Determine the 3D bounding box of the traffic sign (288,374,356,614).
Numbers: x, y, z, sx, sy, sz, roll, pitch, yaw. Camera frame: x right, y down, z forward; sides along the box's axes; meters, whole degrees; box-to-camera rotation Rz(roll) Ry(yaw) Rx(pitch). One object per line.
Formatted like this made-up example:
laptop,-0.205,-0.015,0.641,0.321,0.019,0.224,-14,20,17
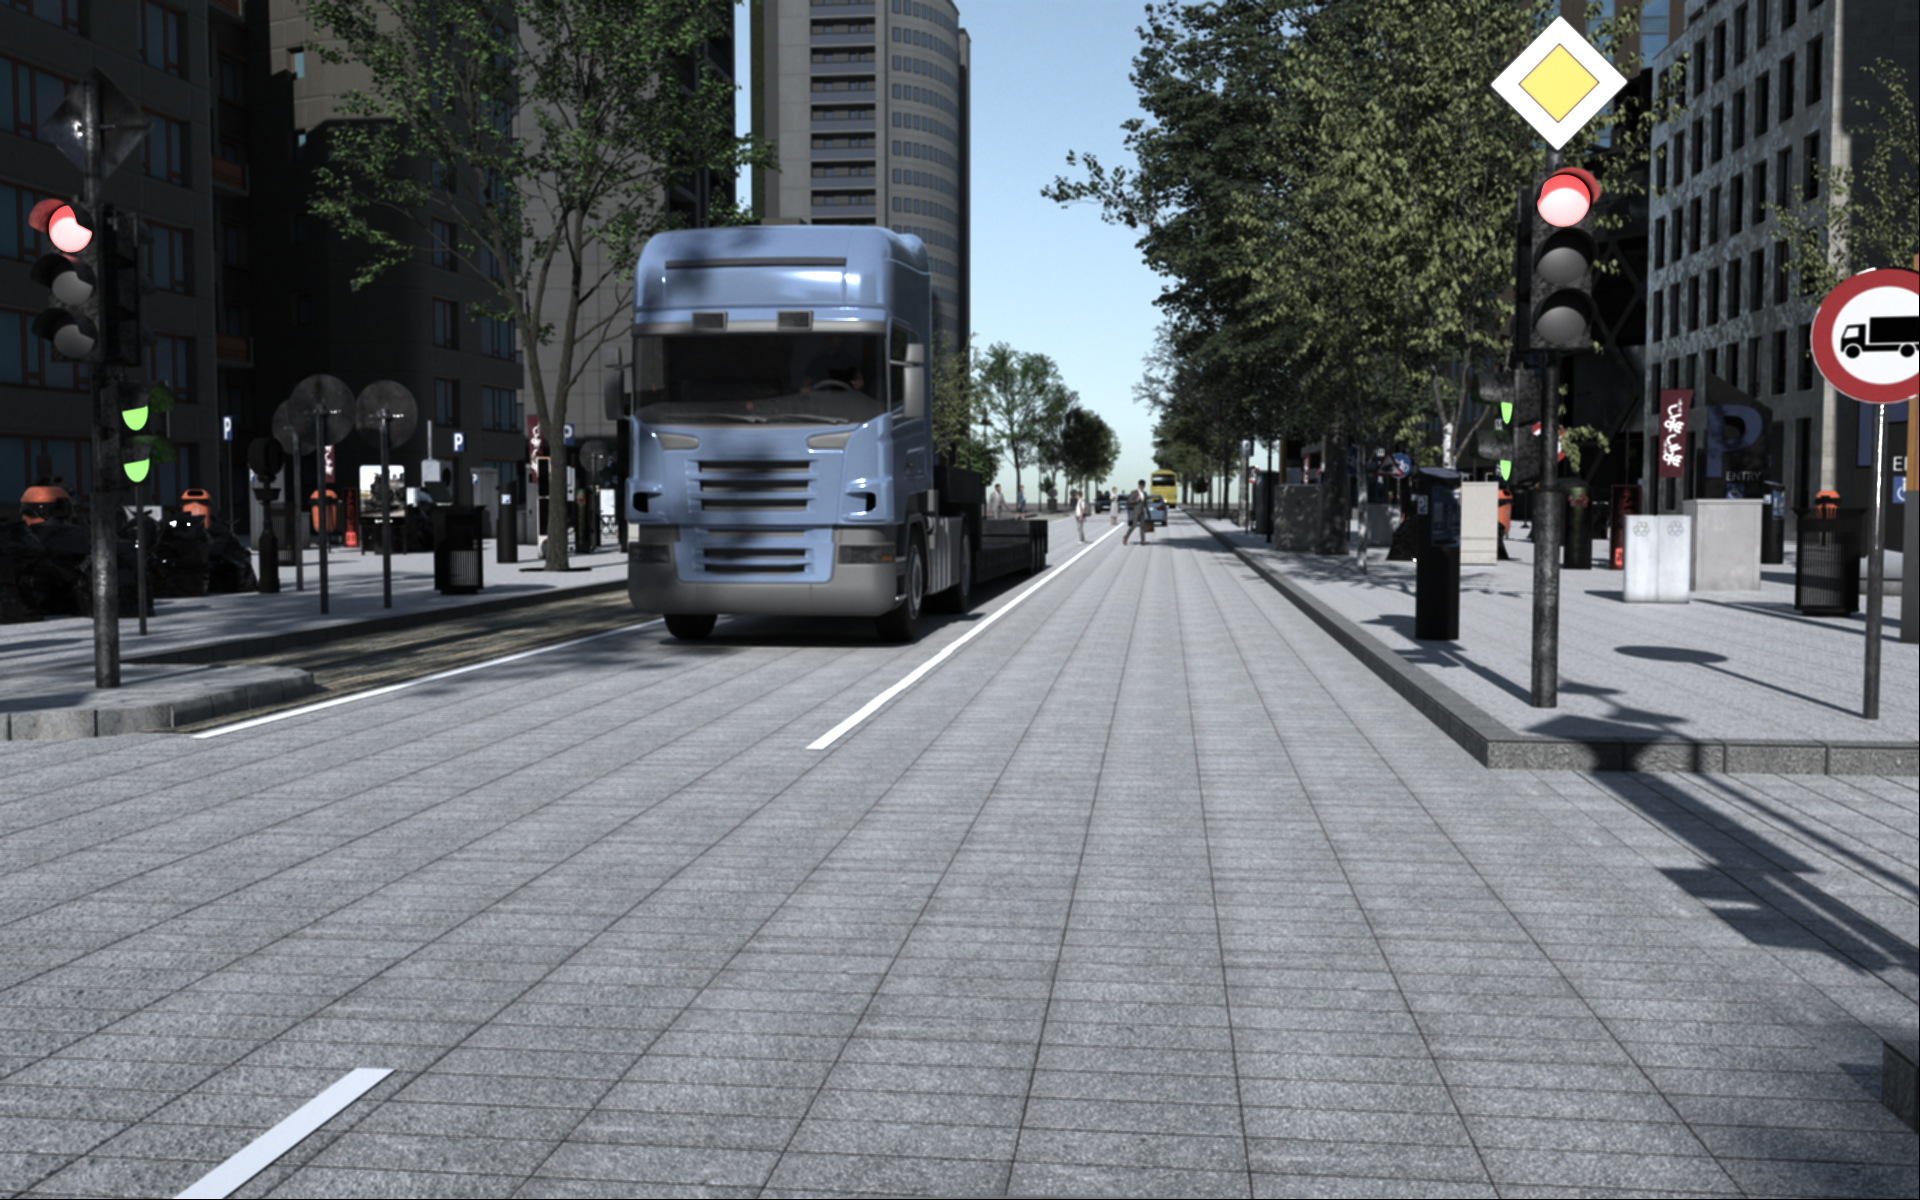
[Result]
traffic sign,-6.797,-1.122,18.449,0.768,2.556,0.104,0,4,7

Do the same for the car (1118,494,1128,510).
car,12.713,-7.554,135.517,2.014,1.417,4.499,0,4,7

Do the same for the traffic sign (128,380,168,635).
traffic sign,-7.408,-0.827,15.649,0.606,2.300,0.079,1,4,16

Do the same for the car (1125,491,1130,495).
car,15.207,-9.166,159.650,2.009,1.686,4.222,0,4,7

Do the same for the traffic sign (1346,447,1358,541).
traffic sign,10.566,-2.870,47.027,0.768,2.556,0.104,1,4,15

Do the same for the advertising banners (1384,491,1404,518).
advertising banners,21.257,-5.282,82.542,2.074,3.025,0.090,1,4,23

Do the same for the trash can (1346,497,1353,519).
trash can,18.802,-4.450,84.409,0.748,1.137,0.748,0,3,0

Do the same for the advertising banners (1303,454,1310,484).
advertising banners,14.835,-4.912,76.492,0.090,3.025,2.074,-2,4,-24

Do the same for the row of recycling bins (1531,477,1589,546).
row of recycling bins,15.325,-2.262,44.096,1.069,1.692,3.534,0,4,8

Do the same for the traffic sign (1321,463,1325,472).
traffic sign,11.911,-3.281,55.775,0.606,2.300,0.079,1,4,9

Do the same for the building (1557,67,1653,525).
building,33.912,-12.623,73.837,16.820,18.784,16.811,0,4,7

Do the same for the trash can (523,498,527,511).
trash can,-15.660,-3.174,63.556,0.748,1.137,0.748,0,3,0

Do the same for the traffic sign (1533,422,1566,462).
traffic sign,10.206,-1.841,30.203,0.768,2.556,0.104,1,4,14

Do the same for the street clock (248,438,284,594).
street clock,-8.948,-1.089,22.382,0.358,2.002,0.471,1,4,11

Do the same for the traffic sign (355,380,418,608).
traffic sign,-6.437,-1.180,19.406,0.768,2.556,0.104,1,4,9

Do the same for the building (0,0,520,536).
building,-30.963,-12.459,48.750,27.650,21.520,28.899,0,4,7

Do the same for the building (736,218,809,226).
building,-22.050,-17.092,124.489,27.650,21.520,28.899,0,4,7

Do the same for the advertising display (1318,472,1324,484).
advertising display,10.447,-2.746,50.112,0.123,1.923,0.974,0,4,6

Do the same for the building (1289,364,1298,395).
building,51.375,-28.249,233.570,14.160,30.474,14.107,0,4,7

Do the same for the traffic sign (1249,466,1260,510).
traffic sign,13.379,-4.834,79.145,0.768,2.556,0.104,1,4,15

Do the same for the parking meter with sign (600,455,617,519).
parking meter with sign,-16.066,-5.029,78.493,0.543,3.016,1.738,-2,4,-30

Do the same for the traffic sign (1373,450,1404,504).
traffic sign,12.605,-3.121,51.026,0.884,2.594,0.081,1,4,15

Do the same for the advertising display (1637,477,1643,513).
advertising display,26.278,-3.737,66.305,0.123,1.923,0.974,-1,4,-18

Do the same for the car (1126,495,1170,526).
car,8.481,-4.050,78.214,2.014,1.417,4.499,0,4,7

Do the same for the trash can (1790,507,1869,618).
trash can,9.099,-0.398,18.157,0.748,1.137,0.748,0,3,0

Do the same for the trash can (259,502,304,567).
trash can,-12.045,-1.170,30.784,0.748,1.137,0.748,0,3,0

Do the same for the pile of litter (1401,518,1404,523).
pile of litter,18.062,-3.559,72.147,1.719,0.858,1.176,0,4,-3

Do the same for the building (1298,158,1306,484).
building,53.528,-36.109,214.077,21.300,48.544,21.600,0,4,7

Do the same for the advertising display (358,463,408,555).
advertising display,-12.166,-1.915,36.517,0.974,1.923,0.123,-1,4,-9

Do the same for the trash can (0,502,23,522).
trash can,-16.542,-1.146,30.392,0.748,1.137,0.748,0,3,0

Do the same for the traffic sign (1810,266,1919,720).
traffic sign,5.196,-0.593,9.804,0.768,2.556,0.104,1,4,16

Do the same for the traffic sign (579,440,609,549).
traffic sign,-8.566,-2.471,40.512,0.768,2.556,0.104,1,4,16

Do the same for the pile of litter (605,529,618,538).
pile of litter,-9.615,-2.258,50.876,1.719,0.858,1.176,-1,4,-15

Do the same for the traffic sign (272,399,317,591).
traffic sign,-8.718,-1.388,22.801,0.768,2.556,0.104,1,4,12

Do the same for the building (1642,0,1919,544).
building,28.360,-12.058,51.897,10.420,20.320,16.860,0,4,7

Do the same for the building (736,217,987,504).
building,-13.245,-32.677,226.148,32.217,40.220,23.993,0,4,7

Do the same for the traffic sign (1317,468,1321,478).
traffic sign,16.889,-4.893,80.110,0.768,2.556,0.104,1,4,15

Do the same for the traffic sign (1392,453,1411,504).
traffic sign,13.669,-3.297,54.020,0.768,2.556,0.104,1,4,10

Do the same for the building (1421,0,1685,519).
building,36.909,-27.966,107.351,14.600,45.320,14.200,0,4,7

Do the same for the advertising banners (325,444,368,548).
advertising banners,-14.537,-2.762,41.354,2.074,3.025,0.090,2,4,27

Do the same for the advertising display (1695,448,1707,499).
advertising display,10.435,-1.175,24.433,0.123,1.923,0.974,1,4,22

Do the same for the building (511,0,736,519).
building,-21.745,-40.349,97.960,20.563,71.187,20.611,0,4,7

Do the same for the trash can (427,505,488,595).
trash can,-6.431,-0.645,22.204,0.748,1.137,0.748,0,3,0

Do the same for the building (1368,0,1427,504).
building,43.204,-28.984,128.521,22.147,44.769,28.867,0,4,7

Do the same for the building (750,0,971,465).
building,-10.818,-40.188,199.073,21.231,58.520,28.212,0,4,7

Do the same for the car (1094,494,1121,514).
car,10.912,-7.229,127.980,2.009,1.686,4.222,0,4,8

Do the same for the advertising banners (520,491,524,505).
advertising banners,-21.977,-5.437,85.084,2.074,3.025,0.090,0,4,-8

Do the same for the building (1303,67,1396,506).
building,50.417,-34.803,192.733,21.300,48.544,21.600,0,4,7

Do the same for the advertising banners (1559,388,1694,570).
advertising banners,11.168,-2.013,29.094,2.074,3.025,0.090,2,4,26

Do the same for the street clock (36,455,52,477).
street clock,-16.908,-1.679,32.024,0.358,2.002,0.471,-2,4,-31

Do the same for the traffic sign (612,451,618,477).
traffic sign,-7.996,-2.396,41.298,0.606,2.300,0.079,1,4,9
